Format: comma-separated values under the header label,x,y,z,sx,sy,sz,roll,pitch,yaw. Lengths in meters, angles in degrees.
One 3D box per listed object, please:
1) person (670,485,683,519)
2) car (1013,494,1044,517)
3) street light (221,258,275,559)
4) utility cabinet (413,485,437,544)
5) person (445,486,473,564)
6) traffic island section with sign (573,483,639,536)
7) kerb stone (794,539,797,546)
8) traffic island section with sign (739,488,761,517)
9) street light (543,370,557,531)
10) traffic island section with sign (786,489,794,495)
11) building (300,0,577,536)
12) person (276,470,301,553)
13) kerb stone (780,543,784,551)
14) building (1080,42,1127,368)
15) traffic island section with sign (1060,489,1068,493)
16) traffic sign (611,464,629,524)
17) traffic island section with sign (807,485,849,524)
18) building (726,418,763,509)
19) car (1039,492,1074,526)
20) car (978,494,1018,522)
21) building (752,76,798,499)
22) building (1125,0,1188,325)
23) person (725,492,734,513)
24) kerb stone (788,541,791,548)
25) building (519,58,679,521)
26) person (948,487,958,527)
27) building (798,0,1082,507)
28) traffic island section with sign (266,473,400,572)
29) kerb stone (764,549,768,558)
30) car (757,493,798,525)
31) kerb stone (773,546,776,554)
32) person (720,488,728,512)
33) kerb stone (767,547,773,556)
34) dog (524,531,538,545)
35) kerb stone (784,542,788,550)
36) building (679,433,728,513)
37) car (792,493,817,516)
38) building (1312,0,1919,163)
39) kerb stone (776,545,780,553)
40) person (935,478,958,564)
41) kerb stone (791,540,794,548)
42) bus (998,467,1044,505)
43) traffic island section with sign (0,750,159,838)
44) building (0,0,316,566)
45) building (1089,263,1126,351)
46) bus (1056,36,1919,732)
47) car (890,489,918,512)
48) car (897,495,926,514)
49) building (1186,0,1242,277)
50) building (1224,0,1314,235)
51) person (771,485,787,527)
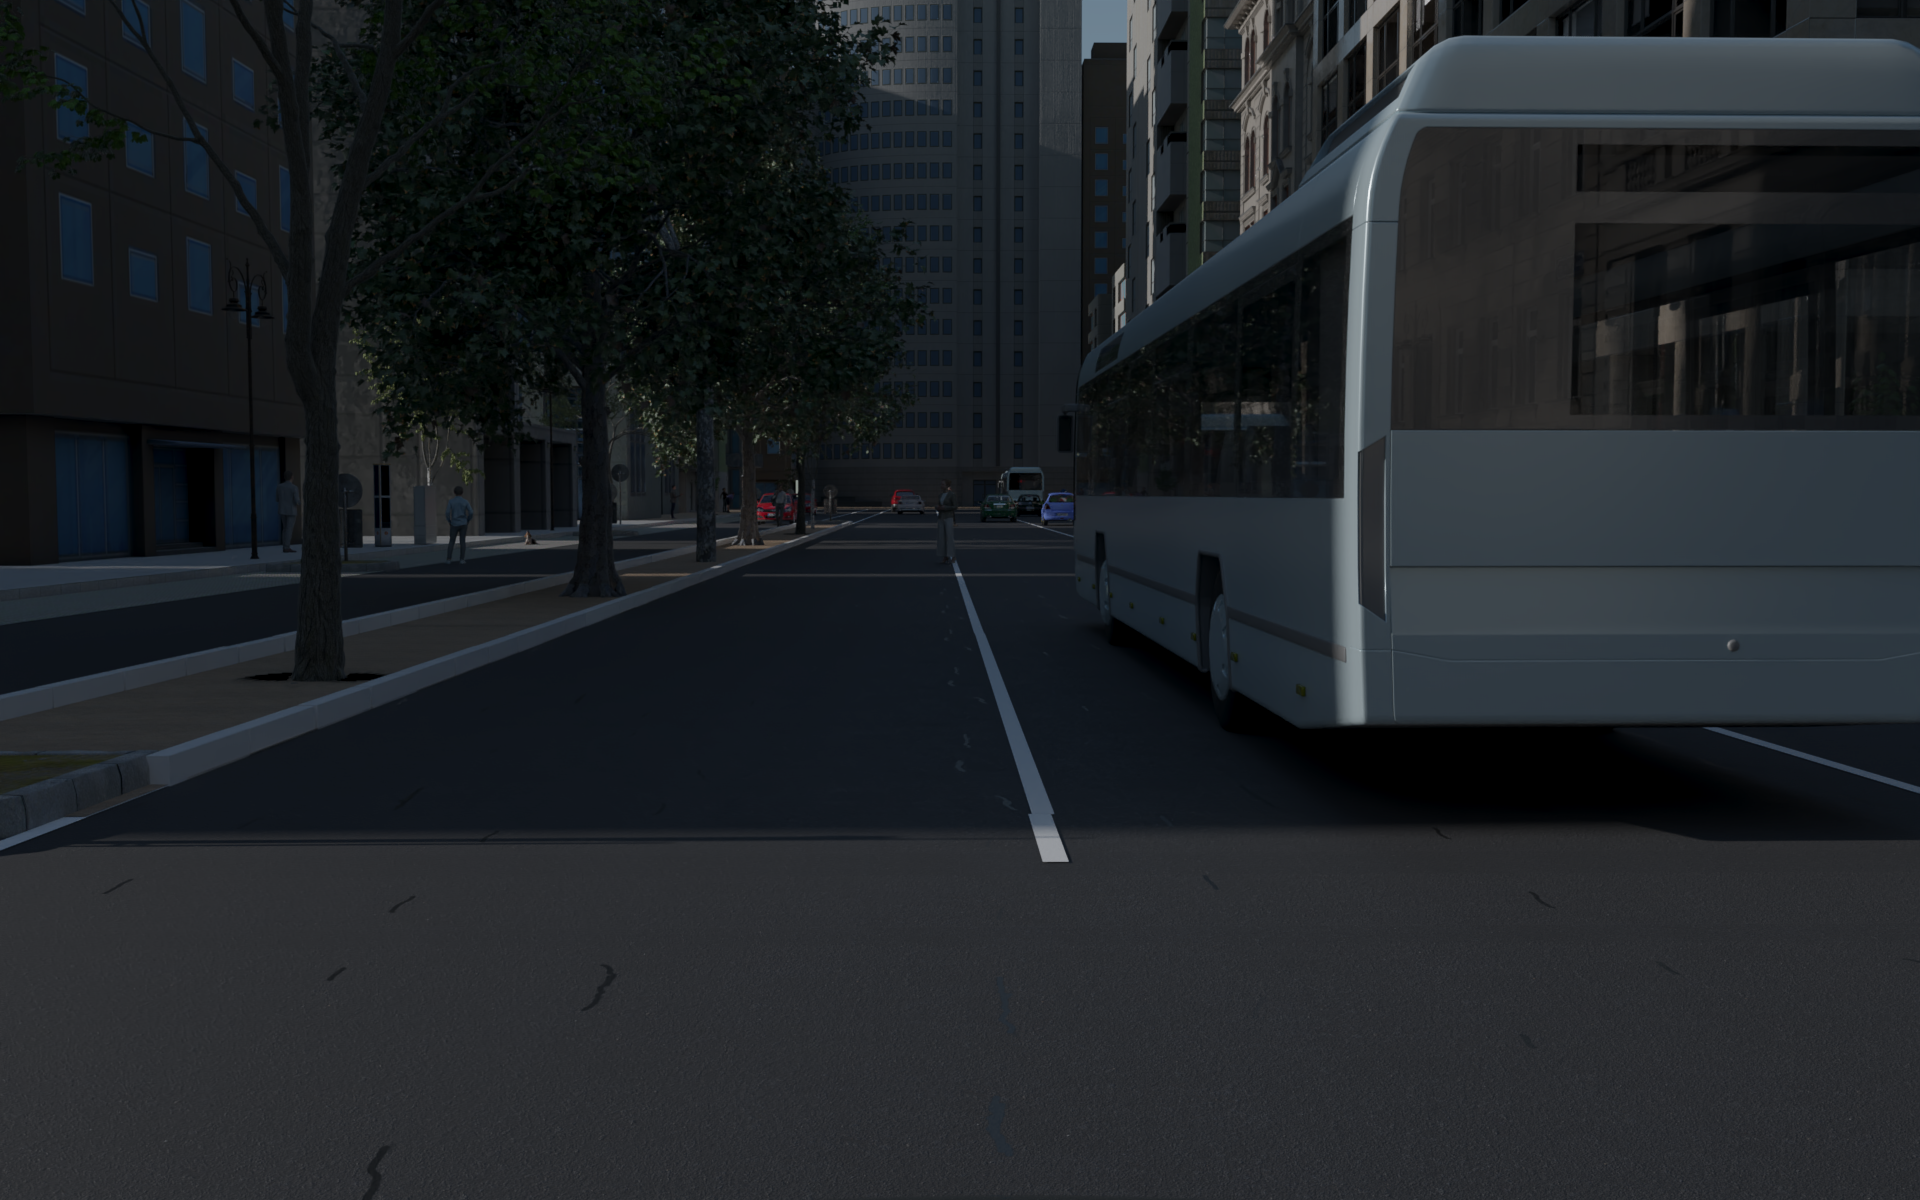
label,x,y,z,sx,sy,sz,roll,pitch,yaw
person,-14.811,-5.137,90.558,0.750,1.759,0.617,0,4,-5
car,4.428,-6.190,111.000,2.009,1.686,4.222,0,4,1
street light,-13.948,-3.748,34.073,0.468,5.910,1.993,0,4,-1
utility cabinet,-13.675,-2.175,44.243,0.318,1.500,1.173,0,4,-4
person,-10.325,-1.552,35.680,0.589,1.601,0.330,-1,4,-13
traffic island section with sign,-12.103,-3.103,59.368,1.989,1.847,2.006,0,4,-1
kerb stone,-4.580,-1.509,46.918,0.120,0.150,1.000,0,4,-1
traffic island section with sign,-12.953,-6.212,110.194,1.989,1.847,2.006,0,4,-1
street light,-14.346,-5.383,60.793,0.468,5.910,1.993,0,4,-1
traffic island section with sign,-13.409,-7.871,137.316,1.989,1.847,2.006,0,4,-1
building,-25.050,-38.071,60.716,20.563,71.187,20.611,0,4,-1
person,-14.702,-1.947,38.072,0.606,1.804,0.583,1,4,13
kerb stone,-4.510,-1.261,42.812,0.120,0.150,1.000,0,4,-1
building,18.982,-32.143,175.647,14.200,45.320,14.600,0,4,-1
traffic island section with sign,8.107,-7.894,137.699,1.989,1.847,2.006,0,4,-1
traffic sign,-14.328,-4.459,73.005,0.768,2.556,0.104,0,3,0
traffic island section with sign,-6.226,-4.561,82.705,2.006,1.907,1.989,0,4,-1
building,-32.378,-32.148,145.226,30.456,49.044,23.786,0,4,-1
car,4.607,-4.272,79.440,1.945,1.707,3.694,0,4,1
car,1.984,-4.757,89.570,2.131,1.459,4.920,0,4,0
building,-23.608,-32.033,173.853,14.200,45.320,14.600,0,4,-1
building,25.836,-32.131,114.585,28.713,52.752,27.495,0,4,-1
person,-15.683,-6.653,118.053,0.697,1.427,0.421,-3,5,-40
kerb stone,-4.544,-1.386,44.858,0.120,0.150,1.000,0,4,-1
building,-27.516,-47.942,96.531,22.319,86.520,31.000,0,4,-1
person,-0.429,-4.097,75.891,0.661,1.777,0.834,-3,4,-38
building,-2.441,-38.894,177.923,28.212,58.520,21.231,0,4,-1
traffic island section with sign,-11.643,-1.455,32.416,1.989,1.847,2.006,0,4,-1
kerb stone,-4.443,-1.009,38.686,0.120,0.150,1.000,0,4,-1
car,-8.598,-4.425,81.389,2.155,1.783,4.494,0,4,-2
kerb stone,-4.484,-1.135,40.757,0.120,0.150,1.000,0,4,-1
person,-16.334,-6.961,120.675,0.721,1.723,1.217,2,4,30
kerb stone,-4.460,-1.072,39.728,0.120,0.150,1.000,0,4,-1
dog,-12.044,-1.754,48.864,0.748,0.427,0.550,-3,5,-44
kerb stone,-4.526,-1.323,43.834,0.120,0.150,1.000,0,4,-1
building,-24.157,-26.720,120.473,14.154,41.232,14.086,0,4,-1
car,-10.524,-6.472,114.857,2.155,1.783,4.494,0,4,0
building,21.961,-14.563,42.618,19.350,26.468,34.151,0,4,-1
kerb stone,-4.498,-1.197,41.790,0.120,0.150,1.000,0,4,-1
person,-0.317,-1.639,35.852,0.519,1.759,0.362,3,5,42
kerb stone,-4.564,-1.449,45.881,0.120,0.150,1.000,0,4,-1
bus,4.420,-7.969,125.154,2.948,3.499,13.247,0,4,-1
traffic island section with sign,-4.954,0.034,7.577,2.006,1.907,1.989,0,4,-1
building,-23.282,-23.612,36.174,14.600,45.320,14.200,0,4,-1
building,25.817,-18.309,144.388,27.650,21.520,28.899,0,4,-1
bus,2.696,-1.148,13.627,2.948,3.499,13.247,0,4,-2
car,-4.436,-7.889,137.658,2.281,1.827,5.304,0,4,-2
car,-3.480,-6.796,123.472,2.083,1.381,4.827,0,4,0
building,19.180,-25.106,94.071,14.154,41.232,14.086,0,4,-1
building,19.601,-17.366,71.317,14.401,28.519,23.554,0,4,-1
person,-7.597,-3.918,72.653,0.679,1.850,0.850,0,4,-3
